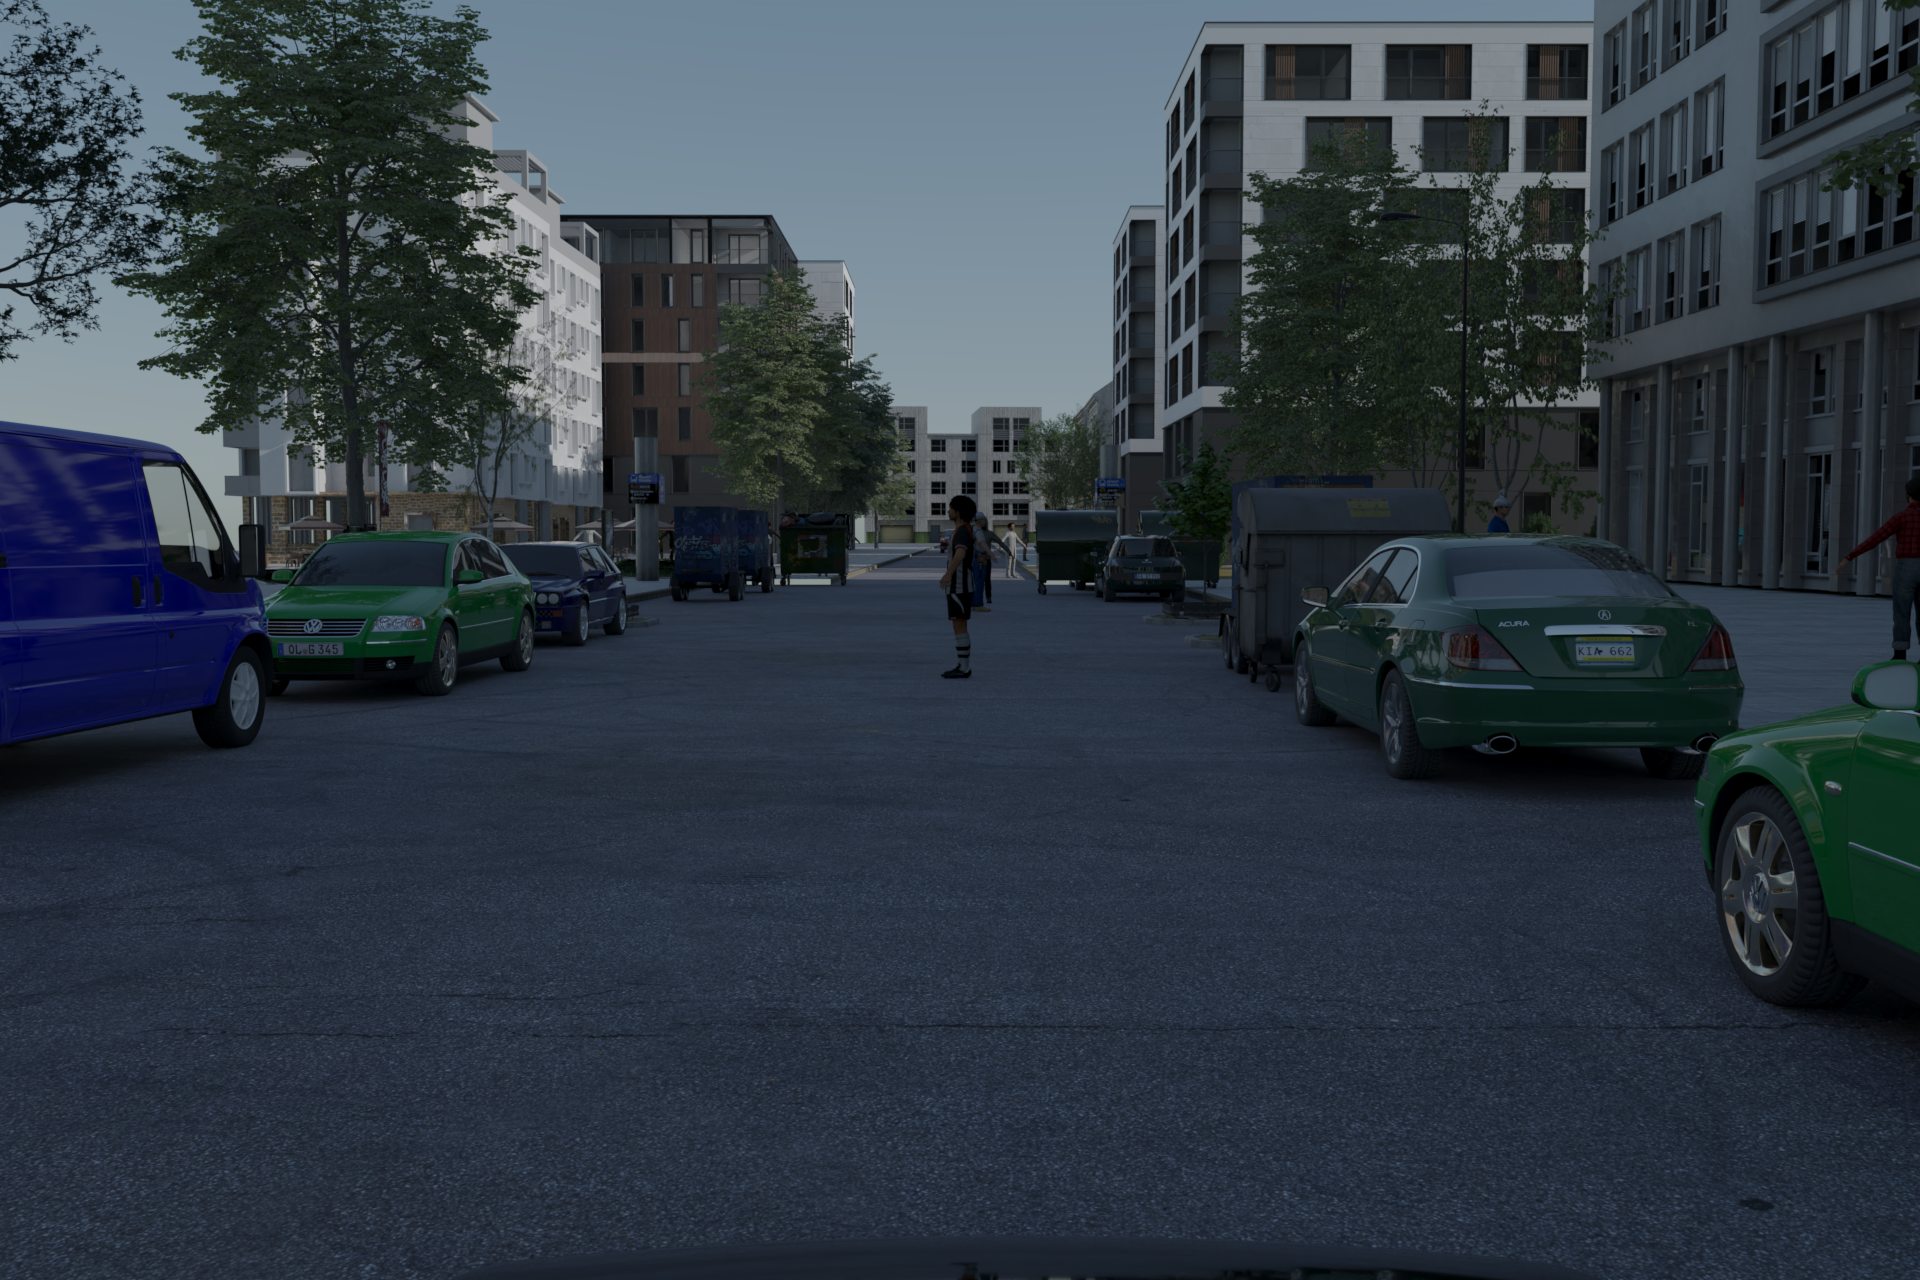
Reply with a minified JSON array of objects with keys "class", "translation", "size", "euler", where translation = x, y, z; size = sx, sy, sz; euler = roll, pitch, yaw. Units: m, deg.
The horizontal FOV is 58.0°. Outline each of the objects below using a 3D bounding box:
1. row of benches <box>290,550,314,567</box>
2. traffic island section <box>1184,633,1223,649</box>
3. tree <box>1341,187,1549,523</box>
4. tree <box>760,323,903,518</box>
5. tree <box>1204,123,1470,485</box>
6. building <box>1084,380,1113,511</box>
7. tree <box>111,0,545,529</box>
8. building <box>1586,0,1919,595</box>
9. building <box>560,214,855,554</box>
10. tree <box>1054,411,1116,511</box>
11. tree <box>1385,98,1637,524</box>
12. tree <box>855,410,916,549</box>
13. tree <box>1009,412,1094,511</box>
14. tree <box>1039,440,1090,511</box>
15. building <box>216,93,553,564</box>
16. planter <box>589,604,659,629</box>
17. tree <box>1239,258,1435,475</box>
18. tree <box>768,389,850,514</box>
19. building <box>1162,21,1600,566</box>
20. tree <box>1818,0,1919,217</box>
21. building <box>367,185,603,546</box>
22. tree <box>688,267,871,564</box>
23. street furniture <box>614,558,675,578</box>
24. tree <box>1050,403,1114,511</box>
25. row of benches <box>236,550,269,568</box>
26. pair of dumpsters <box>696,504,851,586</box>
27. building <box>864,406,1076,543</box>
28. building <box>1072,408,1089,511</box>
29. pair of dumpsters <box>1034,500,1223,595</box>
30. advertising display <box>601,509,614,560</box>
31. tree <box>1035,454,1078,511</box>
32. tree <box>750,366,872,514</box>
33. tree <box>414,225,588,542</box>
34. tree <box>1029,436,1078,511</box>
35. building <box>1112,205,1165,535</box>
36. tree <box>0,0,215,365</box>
[{"class":"row of benches","translation":[-24.055,-3.194,67.692],"size":[4.104,0.672,1.422],"euler":[0,4,5]},{"class":"traffic island section","translation":[3.942,0.022,22.509],"size":[1.991,0.108,1.994],"euler":[0,4,1]},{"class":"tree","translation":[10.062,-5.303,37.075],"size":[4.737,8.622,4.395],"euler":[0,3,0]},{"class":"tree","translation":[-7.799,-12.082,104.203],"size":[9.857,13.997,8.962],"euler":[0,3,0]},{"class":"tree","translation":[10.709,-7.958,48.233],"size":[7.486,12.596,7.792],"euler":[0,3,0]},{"class":"building","translation":[24.249,-22.358,196.482],"size":[19.493,23.208,18.063],"euler":[0,4,1]},{"class":"tree","translation":[-11.782,-7.000,32.577],"size":[7.486,12.596,7.792],"euler":[0,3,0]},{"class":"building","translation":[26.275,-13.456,27.605],"size":[19.016,26.051,41.698],"euler":[0,4,1]},{"class":"building","translation":[-22.586,-17.331,127.334],"size":[27.936,21.610,32.646],"euler":[0,4,0]},{"class":"tree","translation":[7.618,-9.408,104.179],"size":[4.737,8.622,4.395],"euler":[0,3,0]},{"class":"tree","translation":[9.319,-4.836,29.430],"size":[4.737,8.622,4.395],"euler":[0,3,0]},{"class":"tree","translation":[-7.757,-14.278,151.570],"size":[7.486,12.596,7.792],"euler":[0,3,0]},{"class":"tree","translation":[7.958,-13.503,146.523],"size":[9.928,11.665,9.643],"euler":[0,3,0]},{"class":"tree","translation":[8.118,-11.228,133.933],"size":[4.360,8.622,3.978],"euler":[0,3,0]},{"class":"building","translation":[-26.035,-13.423,75.888],"size":[16.016,20.090,11.380],"euler":[0,4,1]},{"class":"planter","translation":[-5.794,-0.365,27.105],"size":[1.991,0.319,1.994],"euler":[0,4,1]},{"class":"tree","translation":[14.053,-8.501,64.741],"size":[9.928,11.665,9.643],"euler":[0,3,0]},{"class":"tree","translation":[-7.656,-8.174,84.006],"size":[4.360,8.622,3.978],"euler":[0,3,0]},{"class":"building","translation":[23.750,-14.785,85.715],"size":[27.936,21.610,32.646],"euler":[0,4,0]},{"class":"tree","translation":[9.350,-5.686,11.100],"size":[7.486,12.596,7.792],"euler":[0,3,0]},{"class":"building","translation":[-27.484,-14.614,95.360],"size":[16.016,20.090,11.380],"euler":[0,4,1]},{"class":"tree","translation":[-7.600,-9.498,73.418],"size":[7.486,12.596,7.792],"euler":[0,3,0]},{"class":"street furniture","translation":[-10.757,-2.393,54.756],"size":[5.734,0.657,10.072],"euler":[-1,4,-8]},{"class":"tree","translation":[7.297,-8.958,96.824],"size":[4.360,8.622,3.978],"euler":[0,3,0]},{"class":"row of benches","translation":[-27.985,-3.129,66.626],"size":[4.104,0.672,1.422],"euler":[3,5,39]},{"class":"pair of dumpsters","translation":[-5.259,-2.639,48.094],"size":[4.436,2.255,1.574],"euler":[0,4,1]},{"class":"building","translation":[2.244,-23.100,246.605],"size":[31.486,18.905,16.747],"euler":[0,4,-4]},{"class":"building","translation":[24.428,-23.828,220.508],"size":[19.493,23.208,18.063],"euler":[0,4,0]},{"class":"pair of dumpsters","translation":[3.967,-2.215,41.165],"size":[4.436,2.255,1.574],"euler":[0,3,0]},{"class":"advertising display","translation":[-9.273,-2.470,45.600],"size":[0.123,1.923,0.974],"euler":[0,4,1]},{"class":"tree","translation":[7.976,-12.508,154.865],"size":[4.360,8.622,3.978],"euler":[0,3,0]},{"class":"tree","translation":[-8.394,-9.728,93.471],"size":[7.601,10.594,8.767],"euler":[-1,4,-20]},{"class":"tree","translation":[-11.507,-5.585,41.680],"size":[4.360,8.622,3.978],"euler":[0,3,0]},{"class":"tree","translation":[7.362,-10.836,127.529],"size":[4.360,8.622,3.978],"euler":[0,3,0]},{"class":"building","translation":[24.689,-17.136,124.141],"size":[27.936,21.610,32.646],"euler":[0,4,1]},{"class":"tree","translation":[-11.853,-5.140,18.447],"size":[8.767,10.594,7.601],"euler":[2,4,27]}]
